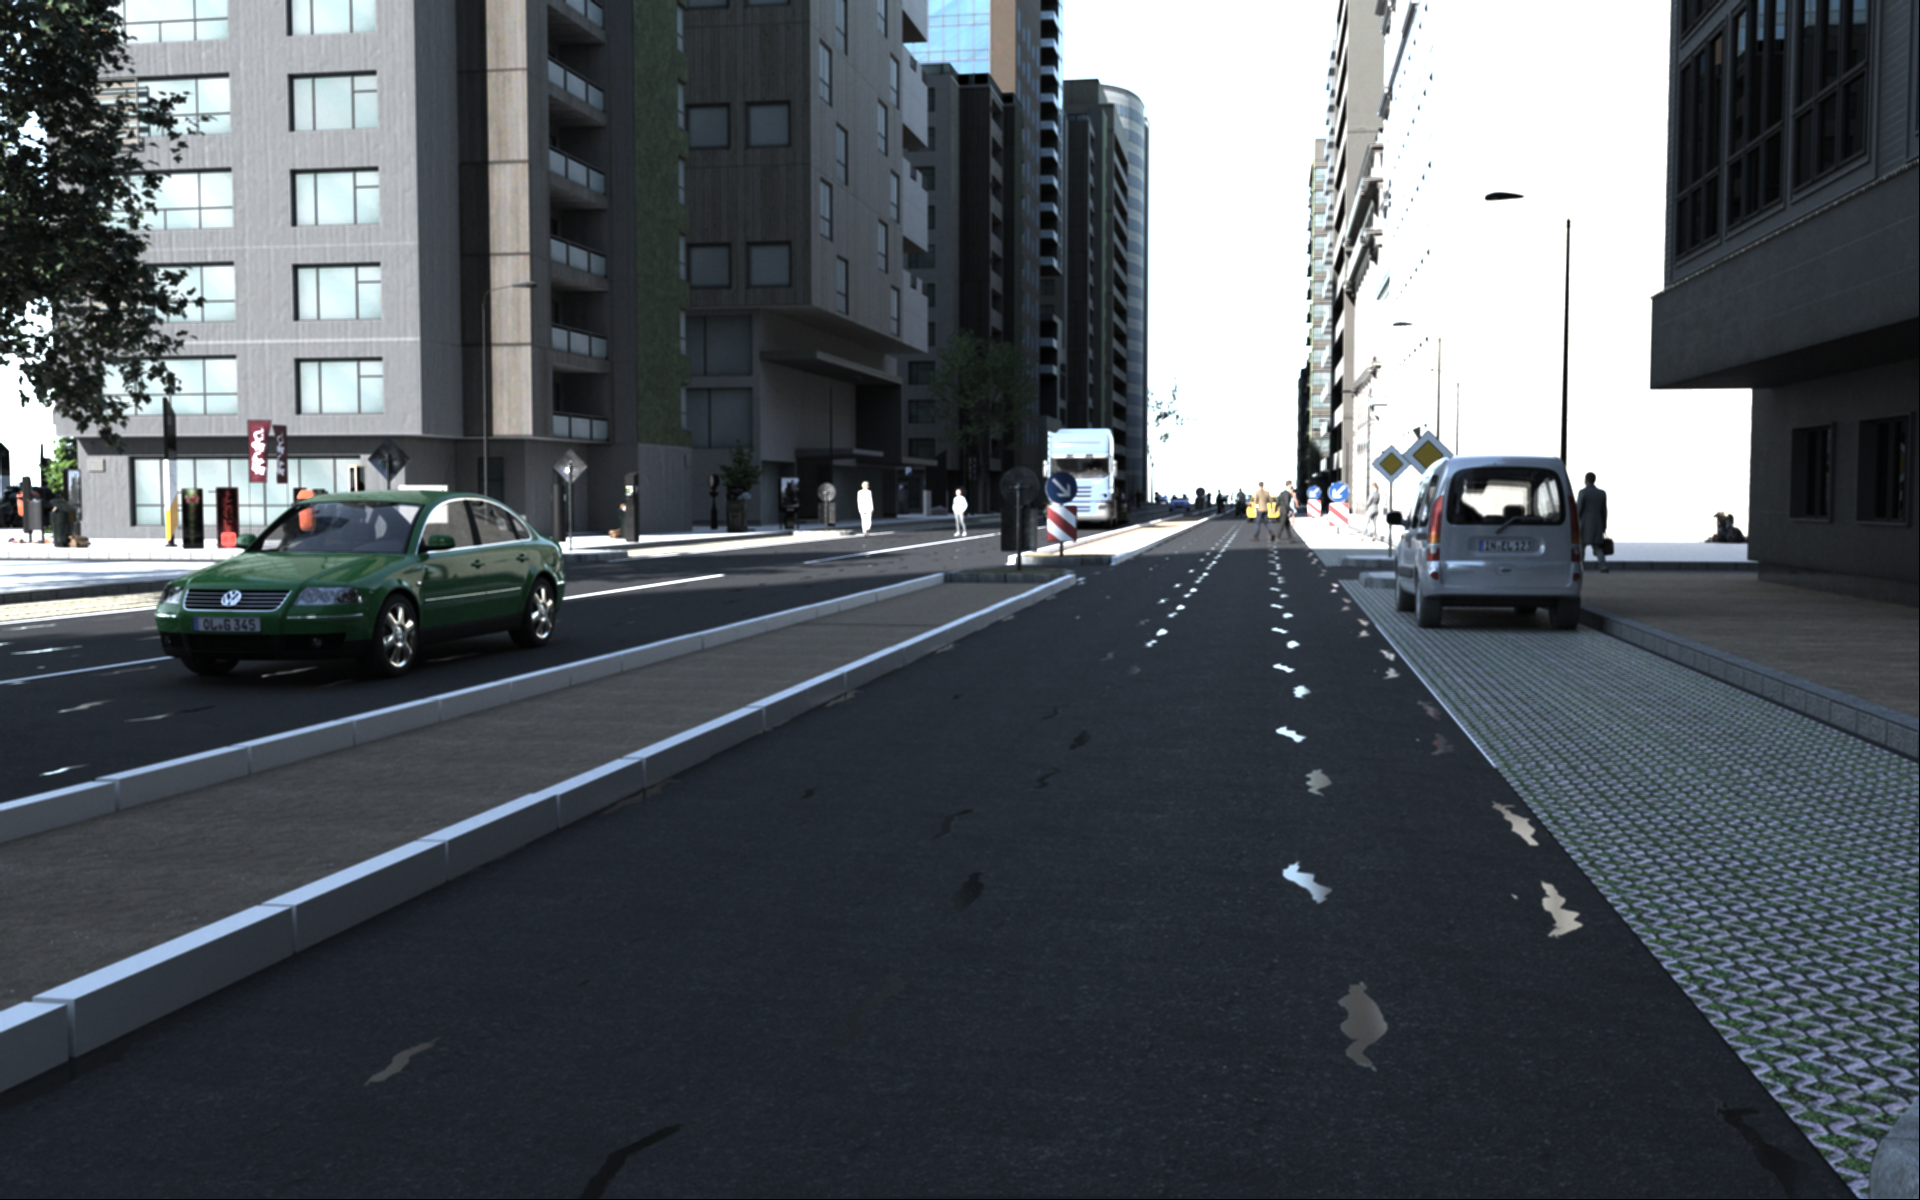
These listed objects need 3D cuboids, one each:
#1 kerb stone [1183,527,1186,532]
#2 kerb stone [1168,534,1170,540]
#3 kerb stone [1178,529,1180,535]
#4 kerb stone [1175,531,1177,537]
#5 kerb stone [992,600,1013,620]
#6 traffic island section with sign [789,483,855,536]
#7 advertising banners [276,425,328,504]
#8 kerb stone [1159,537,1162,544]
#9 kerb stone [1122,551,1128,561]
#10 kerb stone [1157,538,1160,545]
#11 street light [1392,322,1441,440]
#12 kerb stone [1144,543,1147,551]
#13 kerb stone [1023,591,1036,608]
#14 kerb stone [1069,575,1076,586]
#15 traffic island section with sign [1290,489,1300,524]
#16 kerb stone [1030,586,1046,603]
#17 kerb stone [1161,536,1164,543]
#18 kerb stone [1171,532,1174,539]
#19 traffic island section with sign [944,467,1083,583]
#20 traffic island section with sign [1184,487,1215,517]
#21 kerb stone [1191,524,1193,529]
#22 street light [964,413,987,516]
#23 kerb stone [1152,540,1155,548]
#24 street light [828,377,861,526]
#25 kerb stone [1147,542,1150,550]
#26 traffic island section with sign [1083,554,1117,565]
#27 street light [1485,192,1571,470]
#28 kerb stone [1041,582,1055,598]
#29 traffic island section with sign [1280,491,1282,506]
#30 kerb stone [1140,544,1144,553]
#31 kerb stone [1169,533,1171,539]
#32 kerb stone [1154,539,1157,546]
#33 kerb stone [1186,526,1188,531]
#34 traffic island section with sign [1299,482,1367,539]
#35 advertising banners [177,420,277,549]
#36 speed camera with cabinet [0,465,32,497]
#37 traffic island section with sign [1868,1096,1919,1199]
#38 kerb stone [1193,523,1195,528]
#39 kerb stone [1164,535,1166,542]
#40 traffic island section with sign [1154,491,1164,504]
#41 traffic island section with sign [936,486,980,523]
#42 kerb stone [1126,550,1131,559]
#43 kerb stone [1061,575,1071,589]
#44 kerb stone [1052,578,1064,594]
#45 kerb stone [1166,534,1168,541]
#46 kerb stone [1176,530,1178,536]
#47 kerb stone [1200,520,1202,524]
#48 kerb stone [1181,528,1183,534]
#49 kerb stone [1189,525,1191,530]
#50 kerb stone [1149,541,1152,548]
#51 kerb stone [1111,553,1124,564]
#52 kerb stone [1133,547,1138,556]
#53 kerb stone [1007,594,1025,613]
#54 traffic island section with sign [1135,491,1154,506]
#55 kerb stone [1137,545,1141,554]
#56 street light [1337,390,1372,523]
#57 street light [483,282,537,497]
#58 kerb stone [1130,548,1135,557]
[{"bbox_3d":[8.036,-2.498,63.042,0.120,0.150,1.000,1,4,10],"label":"kerb stone"},{"bbox_3d":[6.254,-1.881,52.954,0.120,0.150,1.000,1,4,10],"label":"kerb stone"},{"bbox_3d":[7.317,-2.251,59.006,0.120,0.150,1.000,1,4,10],"label":"kerb stone"},{"bbox_3d":[6.963,-2.128,56.993,0.120,0.150,1.000,1,4,10],"label":"kerb stone"},{"bbox_3d":[0.456,0.130,20.069,0.120,0.150,1.000,1,4,10],"label":"kerb stone"},{"bbox_3d":[-4.714,-3.147,60.086,1.989,1.847,2.006,1,4,10],"label":"traffic island section with sign"},{"bbox_3d":[-17.040,-2.971,44.762,0.090,3.025,2.074,1,4,17],"label":"advertising banners"},{"bbox_3d":[5.540,-1.635,48.924,0.120,0.150,1.000,1,4,10],"label":"kerb stone"},{"bbox_3d":[3.409,-0.893,36.811,0.120,0.150,1.000,1,4,10],"label":"kerb stone"},{"bbox_3d":[5.365,-1.572,47.918,0.120,0.150,1.000,1,4,10],"label":"kerb stone"},{"bbox_3d":[12.340,-4.537,46.727,1.470,5.913,1.316,1,4,10],"label":"street light"},{"bbox_3d":[4.477,-1.265,42.875,0.120,0.150,1.000,1,4,10],"label":"kerb stone"},{"bbox_3d":[0.813,0.014,22.112,0.120,0.150,1.000,1,4,10],"label":"kerb stone"},{"bbox_3d":[1.703,-0.300,27.148,0.120,0.150,1.000,1,4,10],"label":"kerb stone"},{"bbox_3d":[16.970,-4.588,83.647,1.989,1.847,2.006,1,4,10],"label":"traffic island section with sign"},{"bbox_3d":[0.996,-0.052,23.118,0.120,0.150,1.000,1,4,10],"label":"kerb stone"},{"bbox_3d":[5.725,-1.696,49.929,0.120,0.150,1.000,1,4,10],"label":"kerb stone"},{"bbox_3d":[6.611,-2.003,54.978,0.120,0.150,1.000,1,4,10],"label":"kerb stone"},{"bbox_3d":[0.887,-1.252,28.604,2.006,1.907,1.989,1,4,10],"label":"traffic island section with sign"},{"bbox_3d":[15.220,-6.224,109.901,2.006,1.907,1.989,1,4,10],"label":"traffic island section with sign"},{"bbox_3d":[9.098,-2.868,69.083,0.120,0.150,1.000,1,4,10],"label":"kerb stone"},{"bbox_3d":[0.832,-7.760,99.411,1.470,5.913,1.316,1,4,10],"label":"street light"},{"bbox_3d":[5.006,-1.450,45.903,0.120,0.150,1.000,1,4,10],"label":"kerb stone"},{"bbox_3d":[-4.593,-5.886,68.778,1.470,5.913,1.316,1,4,10],"label":"street light"},{"bbox_3d":[4.660,-1.326,43.889,0.120,0.150,1.000,1,4,10],"label":"kerb stone"},{"bbox_3d":[2.183,-1.698,35.897,2.006,1.907,1.989,1,4,10],"label":"traffic island section with sign"},{"bbox_3d":[8.764,-3.313,26.706,1.470,5.913,1.316,1,4,10],"label":"street light"},{"bbox_3d":[1.165,-0.118,24.126,0.120,0.150,1.000,1,4,10],"label":"kerb stone"},{"bbox_3d":[25.745,-7.631,133.397,1.989,1.847,2.006,1,4,10],"label":"traffic island section with sign"},{"bbox_3d":[4.295,-1.203,41.866,0.120,0.150,1.000,1,4,10],"label":"kerb stone"},{"bbox_3d":[6.424,-1.944,53.972,0.120,0.150,1.000,1,4,10],"label":"kerb stone"},{"bbox_3d":[5.187,-1.509,46.911,0.120,0.150,1.000,1,4,10],"label":"kerb stone"},{"bbox_3d":[8.394,-2.621,65.054,0.120,0.150,1.000,1,4,10],"label":"kerb stone"},{"bbox_3d":[12.084,-2.892,55.916,1.989,1.847,2.006,1,4,10],"label":"traffic island section with sign"},{"bbox_3d":[-17.252,-2.721,40.681,2.074,3.025,0.090,-1,4,-23],"label":"advertising banners"},{"bbox_3d":[-63.613,-7.495,116.879,2.038,3.252,0.660,1,4,20],"label":"speed camera with cabinet"},{"bbox_3d":[2.713,0.356,2.802,1.989,1.847,2.006,1,4,10],"label":"traffic island section with sign"},{"bbox_3d":[9.456,-2.988,71.100,0.120,0.150,1.000,1,4,10],"label":"kerb stone"},{"bbox_3d":[5.901,-1.758,50.936,0.120,0.150,1.000,1,4,10],"label":"kerb stone"},{"bbox_3d":[27.798,-14.428,244.529,1.989,1.847,2.006,1,4,10],"label":"traffic island section with sign"},{"bbox_3d":[-0.030,-4.771,86.632,1.989,1.847,2.006,1,4,10],"label":"traffic island section with sign"},{"bbox_3d":[3.581,-0.957,37.835,0.120,0.150,1.000,1,4,10],"label":"kerb stone"},{"bbox_3d":[1.522,-0.241,26.142,0.120,0.150,1.000,1,4,10],"label":"kerb stone"},{"bbox_3d":[1.349,-0.176,25.132,0.120,0.150,1.000,1,4,10],"label":"kerb stone"},{"bbox_3d":[6.071,-1.819,51.944,0.120,0.150,1.000,1,4,10],"label":"kerb stone"},{"bbox_3d":[7.137,-2.188,58.000,0.120,0.150,1.000,1,4,10],"label":"kerb stone"},{"bbox_3d":[10.873,-3.485,79.177,0.120,0.150,1.000,1,4,10],"label":"kerb stone"},{"bbox_3d":[7.678,-2.375,61.023,0.120,0.150,1.000,1,4,10],"label":"kerb stone"},{"bbox_3d":[8.749,-2.741,67.069,0.120,0.150,1.000,1,4,10],"label":"kerb stone"},{"bbox_3d":[4.832,-1.388,44.897,0.120,0.150,1.000,1,4,10],"label":"kerb stone"},{"bbox_3d":[3.228,-0.828,35.799,0.120,0.150,1.000,1,4,10],"label":"kerb stone"},{"bbox_3d":[3.946,-1.080,39.852,0.120,0.150,1.000,1,4,10],"label":"kerb stone"},{"bbox_3d":[0.633,0.068,21.090,0.120,0.150,1.000,1,4,10],"label":"kerb stone"},{"bbox_3d":[23.041,-12.779,217.558,1.989,1.847,2.006,1,4,10],"label":"traffic island section with sign"},{"bbox_3d":[4.120,-1.141,40.859,0.120,0.150,1.000,1,4,10],"label":"kerb stone"},{"bbox_3d":[17.699,-6.412,77.372,1.470,5.913,1.316,1,4,10],"label":"street light"},{"bbox_3d":[-9.933,-4.012,38.129,1.470,5.913,1.316,1,4,10],"label":"street light"},{"bbox_3d":[3.762,-1.012,38.847,0.120,0.150,1.000,1,4,10],"label":"kerb stone"}]
